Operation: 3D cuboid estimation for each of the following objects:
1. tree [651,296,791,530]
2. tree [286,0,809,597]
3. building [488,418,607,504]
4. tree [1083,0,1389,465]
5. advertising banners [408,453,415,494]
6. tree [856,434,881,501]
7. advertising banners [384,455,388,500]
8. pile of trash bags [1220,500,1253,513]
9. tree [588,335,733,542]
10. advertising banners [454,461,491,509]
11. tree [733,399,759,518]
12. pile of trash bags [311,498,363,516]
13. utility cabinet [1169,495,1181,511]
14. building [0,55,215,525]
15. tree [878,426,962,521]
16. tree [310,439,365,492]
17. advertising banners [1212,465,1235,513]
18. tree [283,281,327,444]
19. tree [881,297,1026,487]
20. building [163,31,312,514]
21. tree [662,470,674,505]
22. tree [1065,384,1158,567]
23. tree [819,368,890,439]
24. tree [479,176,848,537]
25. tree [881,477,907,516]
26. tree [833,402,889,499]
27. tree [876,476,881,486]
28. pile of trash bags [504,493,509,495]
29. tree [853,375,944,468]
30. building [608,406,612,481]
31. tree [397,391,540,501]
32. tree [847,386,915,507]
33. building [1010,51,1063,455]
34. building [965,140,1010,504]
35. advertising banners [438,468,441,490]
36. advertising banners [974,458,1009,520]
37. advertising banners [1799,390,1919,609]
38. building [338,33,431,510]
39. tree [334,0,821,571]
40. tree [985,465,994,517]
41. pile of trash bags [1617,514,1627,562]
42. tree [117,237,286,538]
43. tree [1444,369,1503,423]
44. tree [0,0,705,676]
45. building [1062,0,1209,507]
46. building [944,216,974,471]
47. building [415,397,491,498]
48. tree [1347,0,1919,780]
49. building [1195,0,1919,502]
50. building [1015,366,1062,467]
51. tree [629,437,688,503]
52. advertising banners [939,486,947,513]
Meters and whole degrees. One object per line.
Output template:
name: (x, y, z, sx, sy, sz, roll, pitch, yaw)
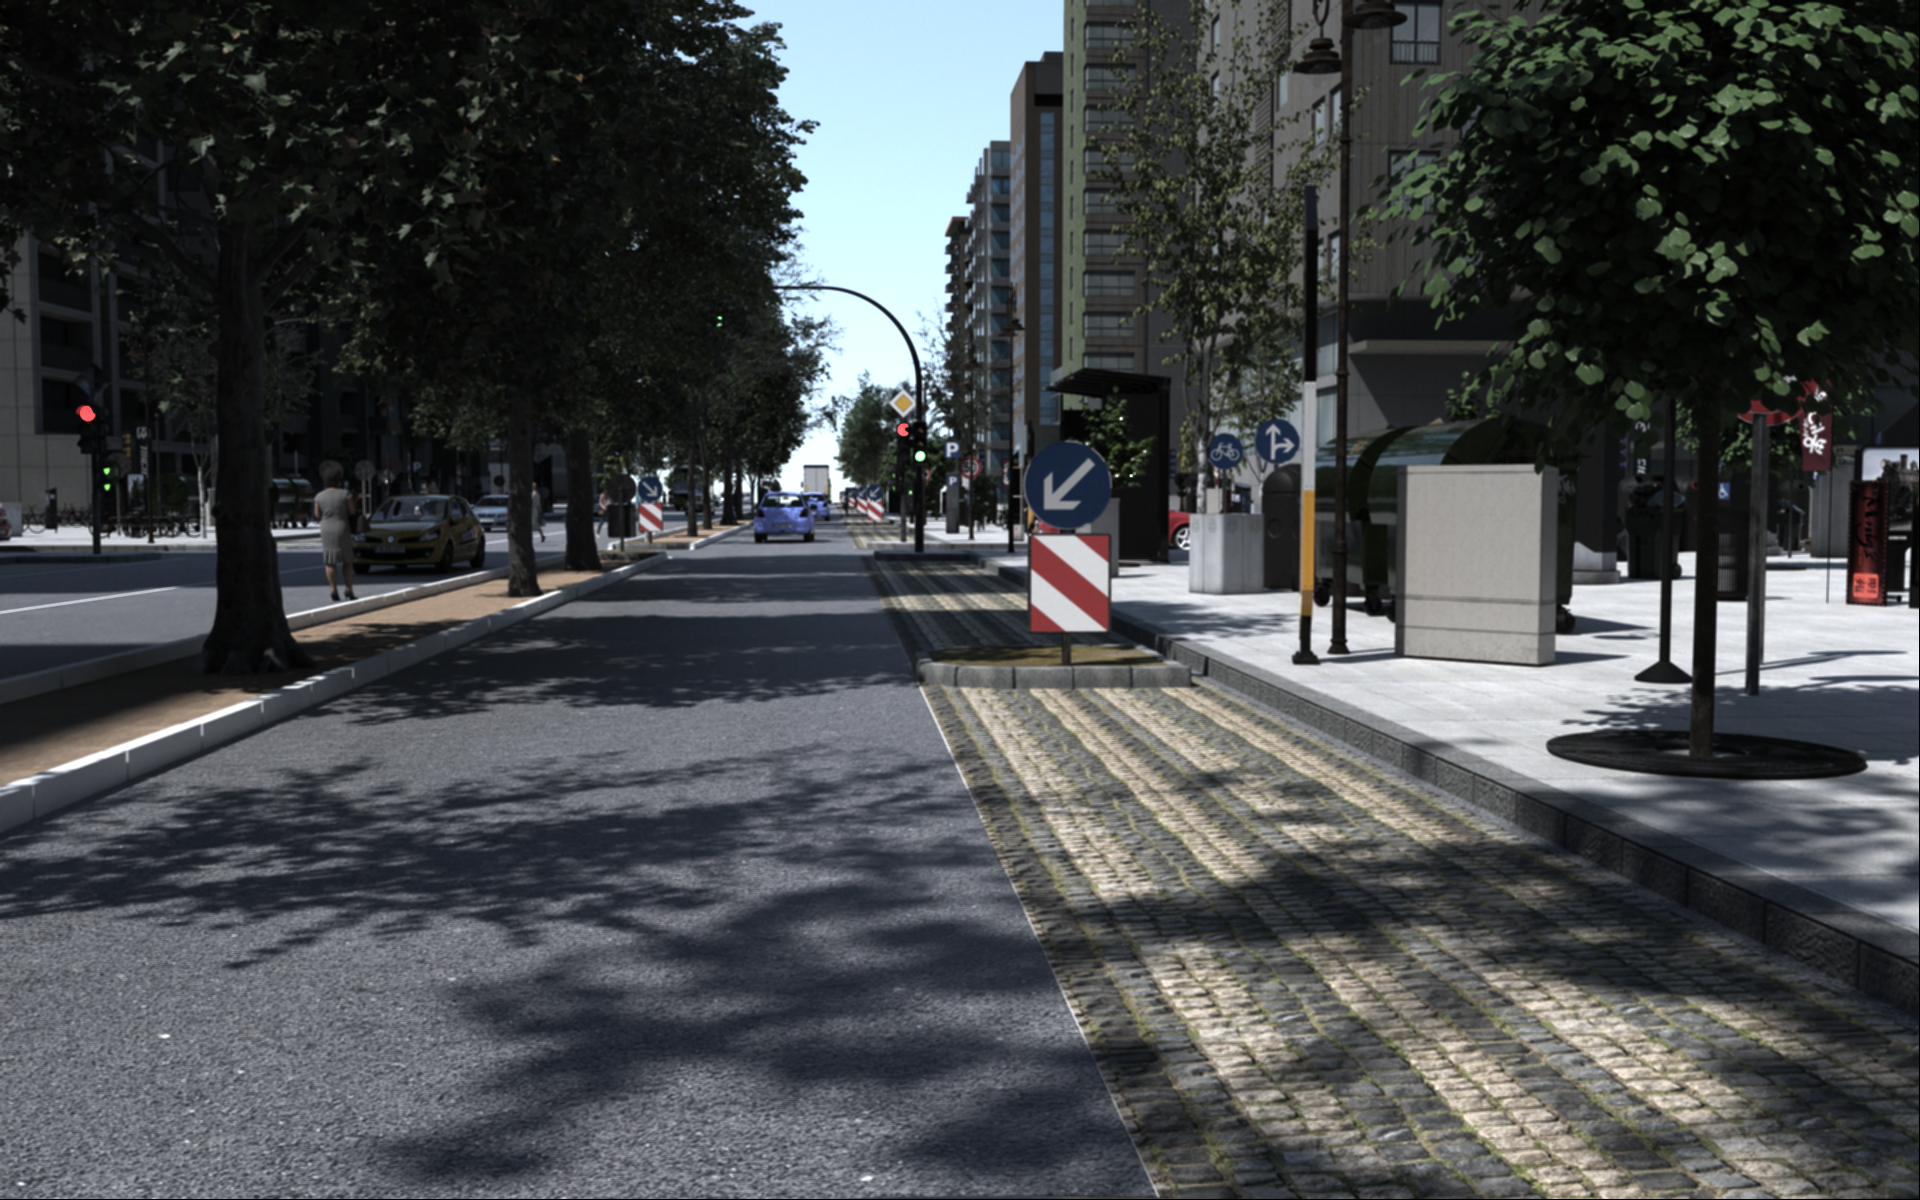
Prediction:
tree: (-10.213, -8.609, 68.964, 9.928, 11.665, 9.643, 0, 3, 0)
tree: (-5.945, -6.283, 23.320, 7.486, 12.596, 7.792, 0, 3, 0)
building: (-59.106, -41.972, 228.241, 21.231, 58.520, 28.212, 0, 4, -4)
tree: (3.638, -4.527, 24.386, 4.737, 8.622, 4.395, 0, 3, 0)
advertising banners: (-23.609, -4.793, 74.551, 0.090, 3.025, 2.074, -1, 4, -12)
tree: (-8.432, -13.836, 176.574, 4.360, 8.622, 3.978, 0, 3, 0)
advertising banners: (-23.777, -4.627, 71.841, 0.090, 3.025, 2.074, -1, 4, -13)
pile of trash bags: (11.089, -3.377, 64.961, 1.912, 1.369, 3.447, 3, 5, 39)
tree: (-8.811, -5.848, 48.438, 4.737, 8.622, 4.395, 0, 3, 0)
advertising banners: (-26.071, -5.899, 92.629, 2.074, 3.025, 0.090, -3, 5, -40)
tree: (-11.625, -8.188, 86.695, 4.737, 8.622, 4.395, 0, 3, 0)
pile of trash bags: (-33.910, -5.165, 94.200, 1.912, 1.369, 3.447, 2, 4, 29)
utility cabinet: (10.010, -4.373, 82.659, 1.020, 1.237, 0.306, 0, 4, -3)
building: (-46.923, -39.200, 79.177, 20.563, 71.187, 20.611, 0, 4, -4)
tree: (-1.167, -6.090, 83.291, 4.285, 4.588, 4.351, 0, 3, 0)
tree: (-36.666, -7.271, 102.590, 4.285, 4.588, 4.351, 0, 3, 0)
advertising banners: (8.120, -3.449, 52.584, 0.090, 3.025, 2.074, -1, 4, -18)
tree: (-22.586, -6.446, 55.752, 4.360, 8.622, 3.978, 0, 3, 0)
tree: (0.017, -6.984, 64.544, 4.360, 8.622, 3.978, 0, 3, 0)
building: (-47.034, -20.434, 105.794, 14.160, 30.474, 14.107, 0, 4, -4)
tree: (-33.905, -13.695, 207.624, 4.285, 4.588, 4.351, 0, 3, 0)
tree: (2.776, -2.201, 30.592, 1.663, 3.219, 1.824, 0, 3, 0)
tree: (-15.428, -24.942, 263.687, 12.611, 20.169, 13.585, 0, 3, 0)
tree: (-8.934, -8.833, 57.245, 12.009, 13.543, 11.850, 0, 3, 0)
tree: (-3.354, -6.514, 101.111, 1.663, 3.219, 1.824, 0, 3, 0)
tree: (-12.277, -18.086, 213.840, 7.486, 12.596, 7.792, 0, 3, 0)
tree: (-6.757, -9.884, 156.199, 1.663, 3.219, 1.824, 0, 3, 0)
pile of trash bags: (-30.947, -6.362, 113.775, 3.447, 1.369, 1.912, -3, 5, -45)
tree: (-4.903, -12.272, 135.054, 7.601, 10.594, 8.767, 1, 4, 15)
building: (-57.865, -29.282, 250.465, 14.160, 30.474, 14.107, 0, 4, -4)
tree: (-24.153, -9.230, 85.324, 7.601, 10.594, 8.767, 0, 4, -6)
tree: (-7.291, -14.706, 166.200, 9.928, 11.665, 9.643, 0, 3, 0)
building: (12.711, -32.239, 177.225, 14.600, 45.320, 14.200, 0, 4, -4)
building: (12.421, -37.721, 236.347, 23.786, 49.044, 30.456, 0, 4, -4)
advertising banners: (-34.894, -7.273, 115.095, 0.090, 3.025, 2.074, -3, 5, -40)
advertising banners: (1.547, -5.415, 84.715, 2.074, 3.025, 0.090, -1, 4, -9)
advertising banners: (10.453, -1.446, 19.836, 0.090, 3.025, 2.074, -2, 4, -28)
building: (-53.431, -29.166, 131.487, 22.147, 44.769, 28.867, 0, 4, -4)
tree: (-7.061, -7.514, 31.973, 9.857, 13.997, 8.962, 0, 3, 0)
tree: (1.183, -6.286, 97.377, 1.663, 3.219, 1.824, 0, 3, 0)
pile of trash bags: (12.394, -1.505, 34.366, 1.912, 1.369, 3.447, 2, 4, 25)
tree: (-21.828, -6.075, 49.681, 4.360, 8.622, 3.978, 0, 3, 0)
tree: (7.874, -1.991, 27.149, 1.663, 3.219, 1.824, 0, 3, 0)
tree: (-5.767, -5.756, 13.583, 9.611, 12.733, 9.660, 0, 3, 0)
building: (14.565, -27.396, 131.518, 14.154, 41.232, 14.086, 0, 4, -4)
building: (8.989, -37.480, 267.414, 22.147, 44.769, 28.867, 0, 4, -4)
building: (-50.436, -23.383, 154.008, 14.160, 30.474, 14.107, 0, 4, -4)
tree: (3.564, -1.509, 8.394, 4.285, 4.588, 4.351, 0, 3, 0)
building: (26.114, -29.816, 76.727, 27.495, 52.752, 28.713, 0, 4, -4)
building: (17.670, -51.440, 153.717, 22.319, 86.520, 31.000, 0, 4, -4)
tree: (-31.253, -15.012, 179.864, 8.767, 10.594, 7.601, -1, 4, -14)
advertising banners: (-0.938, -7.338, 116.172, 2.074, 3.025, 0.090, 1, 4, 11)
